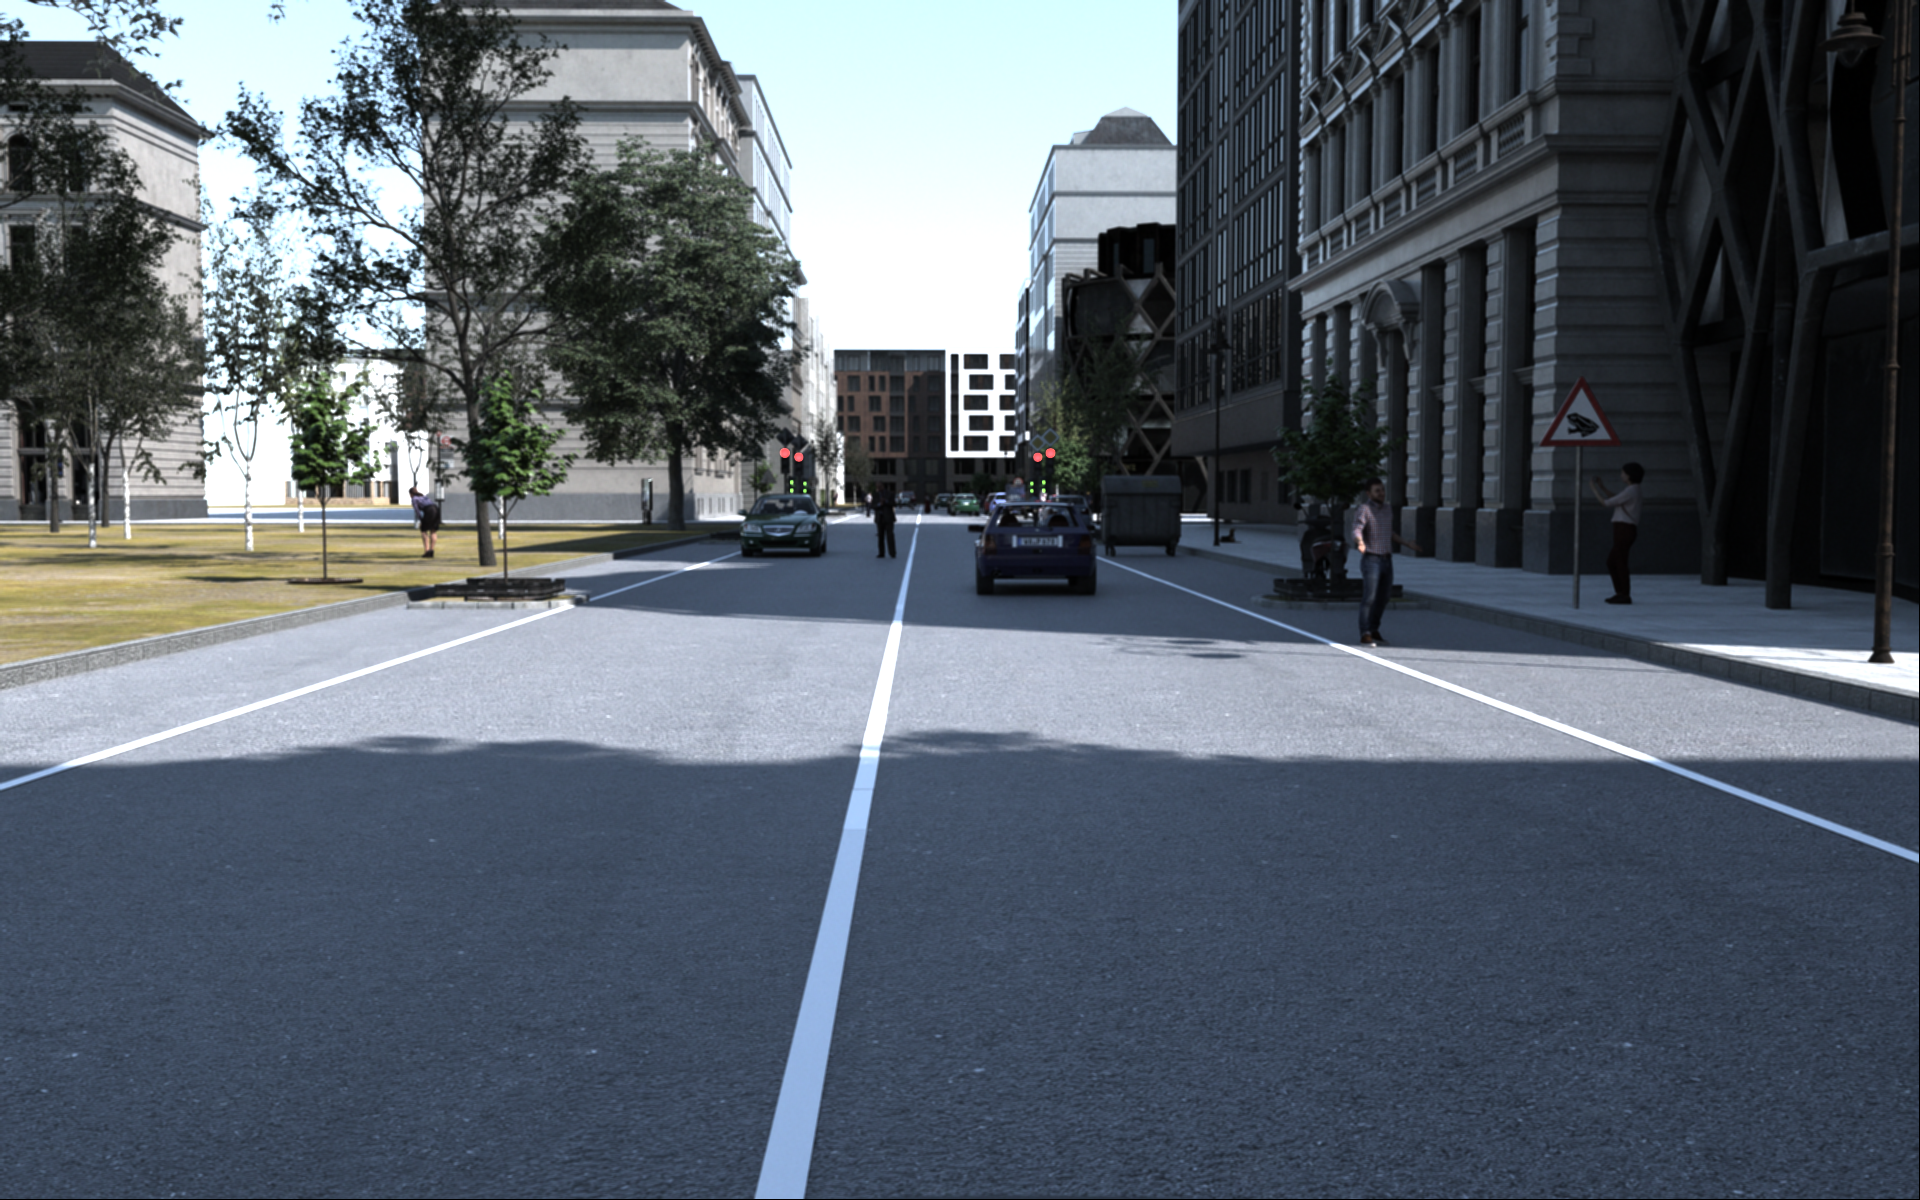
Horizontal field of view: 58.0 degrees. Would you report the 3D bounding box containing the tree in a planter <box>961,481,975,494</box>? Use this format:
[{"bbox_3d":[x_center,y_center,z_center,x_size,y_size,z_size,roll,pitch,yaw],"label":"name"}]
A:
[{"bbox_3d":[0.917,-12.972,209.317,1.991,3.239,1.994,0,4,-1],"label":"tree in a planter"}]

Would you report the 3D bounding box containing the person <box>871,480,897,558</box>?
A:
[{"bbox_3d":[-1.712,-1.825,39.034,0.565,1.739,0.600,-1,4,-14],"label":"person"}]

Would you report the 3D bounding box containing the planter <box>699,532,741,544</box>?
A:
[{"bbox_3d":[-6.485,-1.791,50.422,1.991,0.319,1.994,0,4,-1],"label":"planter"}]

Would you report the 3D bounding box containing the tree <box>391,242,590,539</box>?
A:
[{"bbox_3d":[-12.939,-6.048,49.248,4.360,8.622,3.978,0,3,0],"label":"tree"}]

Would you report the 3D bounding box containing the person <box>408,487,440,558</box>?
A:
[{"bbox_3d":[-10.789,-1.563,34.831,0.697,1.427,0.421,2,4,24],"label":"person"}]

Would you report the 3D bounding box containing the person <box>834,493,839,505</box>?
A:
[{"bbox_3d":[-13.928,-11.375,195.249,0.421,1.427,0.697,-3,4,-38],"label":"person"}]

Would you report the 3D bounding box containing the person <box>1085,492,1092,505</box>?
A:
[{"bbox_3d":[8.074,-6.143,109.022,0.480,1.512,0.613,0,4,2],"label":"person"}]

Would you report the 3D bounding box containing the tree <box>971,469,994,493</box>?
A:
[{"bbox_3d":[2.799,-14.763,225.087,4.285,4.588,4.351,0,3,0],"label":"tree"}]

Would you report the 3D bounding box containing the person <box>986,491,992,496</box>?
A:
[{"bbox_3d":[2.391,-8.067,141.870,0.593,1.643,0.415,-2,4,-30],"label":"person"}]

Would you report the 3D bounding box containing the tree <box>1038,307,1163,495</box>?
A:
[{"bbox_3d":[5.731,-7.157,67.375,4.737,8.622,4.395,0,3,0],"label":"tree"}]

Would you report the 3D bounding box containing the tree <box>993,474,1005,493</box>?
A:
[{"bbox_3d":[4.209,-10.265,162.427,1.663,3.219,1.824,0,3,0],"label":"tree"}]

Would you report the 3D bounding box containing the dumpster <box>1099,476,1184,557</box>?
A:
[{"bbox_3d":[4.174,-1.952,40.135,1.865,1.857,1.264,0,4,-2],"label":"dumpster"}]

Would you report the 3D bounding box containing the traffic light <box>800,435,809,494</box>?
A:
[{"bbox_3d":[-7.394,-5.546,79.928,0.839,4.213,0.868,0,4,-1],"label":"traffic light"}]

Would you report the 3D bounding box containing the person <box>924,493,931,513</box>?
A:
[{"bbox_3d":[-2.405,-7.170,128.195,0.387,1.526,0.523,3,4,37],"label":"person"}]

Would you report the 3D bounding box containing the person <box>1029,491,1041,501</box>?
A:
[{"bbox_3d":[2.959,-3.512,68.132,0.429,1.552,0.499,-1,4,-20],"label":"person"}]

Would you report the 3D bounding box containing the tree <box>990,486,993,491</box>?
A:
[{"bbox_3d":[4.142,-11.948,189.955,1.663,3.219,1.824,0,3,0],"label":"tree"}]

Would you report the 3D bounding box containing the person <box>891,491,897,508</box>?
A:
[{"bbox_3d":[-3.485,-4.745,88.139,0.516,1.574,0.319,0,4,-8],"label":"person"}]

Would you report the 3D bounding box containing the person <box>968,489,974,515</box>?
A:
[{"bbox_3d":[0.813,-6.635,117.429,0.568,1.767,0.683,-2,4,-24],"label":"person"}]

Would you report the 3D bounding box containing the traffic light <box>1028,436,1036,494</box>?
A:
[{"bbox_3d":[3.565,-5.561,80.171,0.839,4.213,0.868,0,4,-1],"label":"traffic light"}]

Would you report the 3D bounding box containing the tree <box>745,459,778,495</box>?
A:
[{"bbox_3d":[-10.210,-5.782,89.142,1.663,3.219,1.824,0,3,0],"label":"tree"}]

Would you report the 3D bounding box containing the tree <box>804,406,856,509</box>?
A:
[{"bbox_3d":[-10.948,-11.821,143.639,4.360,8.622,3.978,0,3,0],"label":"tree"}]

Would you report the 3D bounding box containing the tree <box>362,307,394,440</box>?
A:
[{"bbox_3d":[-20.104,-6.938,63.806,4.360,8.622,3.978,0,3,0],"label":"tree"}]

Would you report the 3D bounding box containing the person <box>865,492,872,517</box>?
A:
[{"bbox_3d":[-5.682,-5.931,107.681,0.614,1.554,0.590,3,5,43],"label":"person"}]

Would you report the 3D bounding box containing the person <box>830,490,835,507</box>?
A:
[{"bbox_3d":[-12.726,-10.162,172.910,0.721,1.735,1.217,-1,4,-23],"label":"person"}]

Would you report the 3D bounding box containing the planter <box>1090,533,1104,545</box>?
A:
[{"bbox_3d":[4.239,-1.743,49.642,1.991,0.319,1.994,0,4,-1],"label":"planter"}]

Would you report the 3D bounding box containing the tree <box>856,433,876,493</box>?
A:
[{"bbox_3d":[-11.982,-15.151,198.076,4.360,8.622,3.978,0,3,0],"label":"tree"}]

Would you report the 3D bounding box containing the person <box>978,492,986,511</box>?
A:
[{"bbox_3d":[1.884,-8.183,144.251,0.963,1.587,0.435,-2,4,-28],"label":"person"}]

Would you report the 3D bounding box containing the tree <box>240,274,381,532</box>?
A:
[{"bbox_3d":[-22.064,-6.601,58.292,4.737,8.622,4.395,0,3,0],"label":"tree"}]

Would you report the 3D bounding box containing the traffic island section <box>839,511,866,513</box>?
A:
[{"bbox_3d":[-8.208,-6.718,132.700,1.991,0.108,1.994,0,4,-1],"label":"traffic island section"}]

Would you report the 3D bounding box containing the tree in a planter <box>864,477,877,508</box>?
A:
[{"bbox_3d":[-9.227,-11.304,182.050,1.991,3.239,1.994,0,4,-1],"label":"tree in a planter"}]

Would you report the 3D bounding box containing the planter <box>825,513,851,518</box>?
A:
[{"bbox_3d":[-7.632,-5.149,105.328,1.991,0.319,1.994,0,4,-1],"label":"planter"}]

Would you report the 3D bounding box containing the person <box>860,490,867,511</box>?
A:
[{"bbox_3d":[-8.095,-8.454,147.175,0.683,1.767,0.568,-2,4,-24],"label":"person"}]

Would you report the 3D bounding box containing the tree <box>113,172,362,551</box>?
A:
[{"bbox_3d":[-16.124,-5.430,39.147,4.360,8.622,3.978,0,3,0],"label":"tree"}]

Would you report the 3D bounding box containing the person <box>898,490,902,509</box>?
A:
[{"bbox_3d":[-5.914,-9.943,171.059,0.705,1.826,1.348,1,4,9],"label":"person"}]

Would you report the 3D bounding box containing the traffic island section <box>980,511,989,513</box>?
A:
[{"bbox_3d":[2.499,-6.747,133.179,1.991,0.108,1.994,0,4,-1],"label":"traffic island section"}]

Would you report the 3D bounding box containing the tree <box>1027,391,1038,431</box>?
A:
[{"bbox_3d":[6.125,-9.475,105.272,4.737,8.622,4.395,0,3,0],"label":"tree"}]

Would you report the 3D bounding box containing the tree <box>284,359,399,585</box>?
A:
[{"bbox_3d":[-9.191,-1.849,24.825,1.663,3.219,1.824,0,3,0],"label":"tree"}]

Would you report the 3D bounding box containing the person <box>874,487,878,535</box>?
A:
[{"bbox_3d":[-2.773,-3.098,60.070,0.541,1.710,0.530,-3,5,-45],"label":"person"}]

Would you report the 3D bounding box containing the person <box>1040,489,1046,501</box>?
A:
[{"bbox_3d":[5.309,-6.343,110.419,0.621,1.740,0.551,-1,4,-10],"label":"person"}]

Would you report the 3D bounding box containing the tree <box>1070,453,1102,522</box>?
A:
[{"bbox_3d":[6.218,-5.241,80.289,1.663,3.219,1.824,0,3,0],"label":"tree"}]

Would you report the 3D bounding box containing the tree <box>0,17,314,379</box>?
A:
[{"bbox_3d":[-17.987,-5.944,31.595,8.767,10.594,7.601,1,4,10],"label":"tree"}]

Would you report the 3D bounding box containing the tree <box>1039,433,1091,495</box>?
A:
[{"bbox_3d":[5.562,-6.663,92.650,4.285,4.588,4.351,0,3,0],"label":"tree"}]

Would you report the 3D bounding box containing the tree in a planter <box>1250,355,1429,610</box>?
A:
[{"bbox_3d":[4.811,-1.535,22.321,1.991,3.239,1.994,0,4,-1],"label":"tree in a planter"}]

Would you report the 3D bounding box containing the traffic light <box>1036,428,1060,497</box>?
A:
[{"bbox_3d":[3.731,-5.073,72.188,0.839,4.213,0.868,0,4,-1],"label":"traffic light"}]

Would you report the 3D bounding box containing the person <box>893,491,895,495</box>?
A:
[{"bbox_3d":[-7.737,-11.880,203.268,0.617,1.759,0.750,-2,4,-24],"label":"person"}]

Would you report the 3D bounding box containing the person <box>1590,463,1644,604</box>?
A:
[{"bbox_3d":[7.669,-0.779,20.247,0.517,1.644,0.566,-1,4,-15],"label":"person"}]

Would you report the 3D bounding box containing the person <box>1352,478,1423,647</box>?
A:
[{"bbox_3d":[3.933,-0.360,16.343,0.963,1.587,0.435,-3,5,-43],"label":"person"}]

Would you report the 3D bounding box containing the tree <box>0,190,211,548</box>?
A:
[{"bbox_3d":[-21.037,-5.562,41.301,4.360,8.622,3.978,0,3,0],"label":"tree"}]

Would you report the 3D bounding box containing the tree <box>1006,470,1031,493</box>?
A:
[{"bbox_3d":[4.785,-8.654,136.091,1.663,3.219,1.824,0,3,0],"label":"tree"}]

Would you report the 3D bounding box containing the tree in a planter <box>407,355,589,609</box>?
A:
[{"bbox_3d":[-5.920,-1.544,22.465,1.991,3.239,1.994,0,4,-1],"label":"tree in a planter"}]

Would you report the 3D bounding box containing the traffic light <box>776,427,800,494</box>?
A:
[{"bbox_3d":[-7.228,-5.058,71.945,0.839,4.213,0.868,0,4,-1],"label":"traffic light"}]

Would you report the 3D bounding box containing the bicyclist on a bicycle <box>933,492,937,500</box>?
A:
[{"bbox_3d":[-2.355,-9.731,169.127,1.499,1.676,1.625,0,4,1],"label":"bicyclist on a bicycle"}]
